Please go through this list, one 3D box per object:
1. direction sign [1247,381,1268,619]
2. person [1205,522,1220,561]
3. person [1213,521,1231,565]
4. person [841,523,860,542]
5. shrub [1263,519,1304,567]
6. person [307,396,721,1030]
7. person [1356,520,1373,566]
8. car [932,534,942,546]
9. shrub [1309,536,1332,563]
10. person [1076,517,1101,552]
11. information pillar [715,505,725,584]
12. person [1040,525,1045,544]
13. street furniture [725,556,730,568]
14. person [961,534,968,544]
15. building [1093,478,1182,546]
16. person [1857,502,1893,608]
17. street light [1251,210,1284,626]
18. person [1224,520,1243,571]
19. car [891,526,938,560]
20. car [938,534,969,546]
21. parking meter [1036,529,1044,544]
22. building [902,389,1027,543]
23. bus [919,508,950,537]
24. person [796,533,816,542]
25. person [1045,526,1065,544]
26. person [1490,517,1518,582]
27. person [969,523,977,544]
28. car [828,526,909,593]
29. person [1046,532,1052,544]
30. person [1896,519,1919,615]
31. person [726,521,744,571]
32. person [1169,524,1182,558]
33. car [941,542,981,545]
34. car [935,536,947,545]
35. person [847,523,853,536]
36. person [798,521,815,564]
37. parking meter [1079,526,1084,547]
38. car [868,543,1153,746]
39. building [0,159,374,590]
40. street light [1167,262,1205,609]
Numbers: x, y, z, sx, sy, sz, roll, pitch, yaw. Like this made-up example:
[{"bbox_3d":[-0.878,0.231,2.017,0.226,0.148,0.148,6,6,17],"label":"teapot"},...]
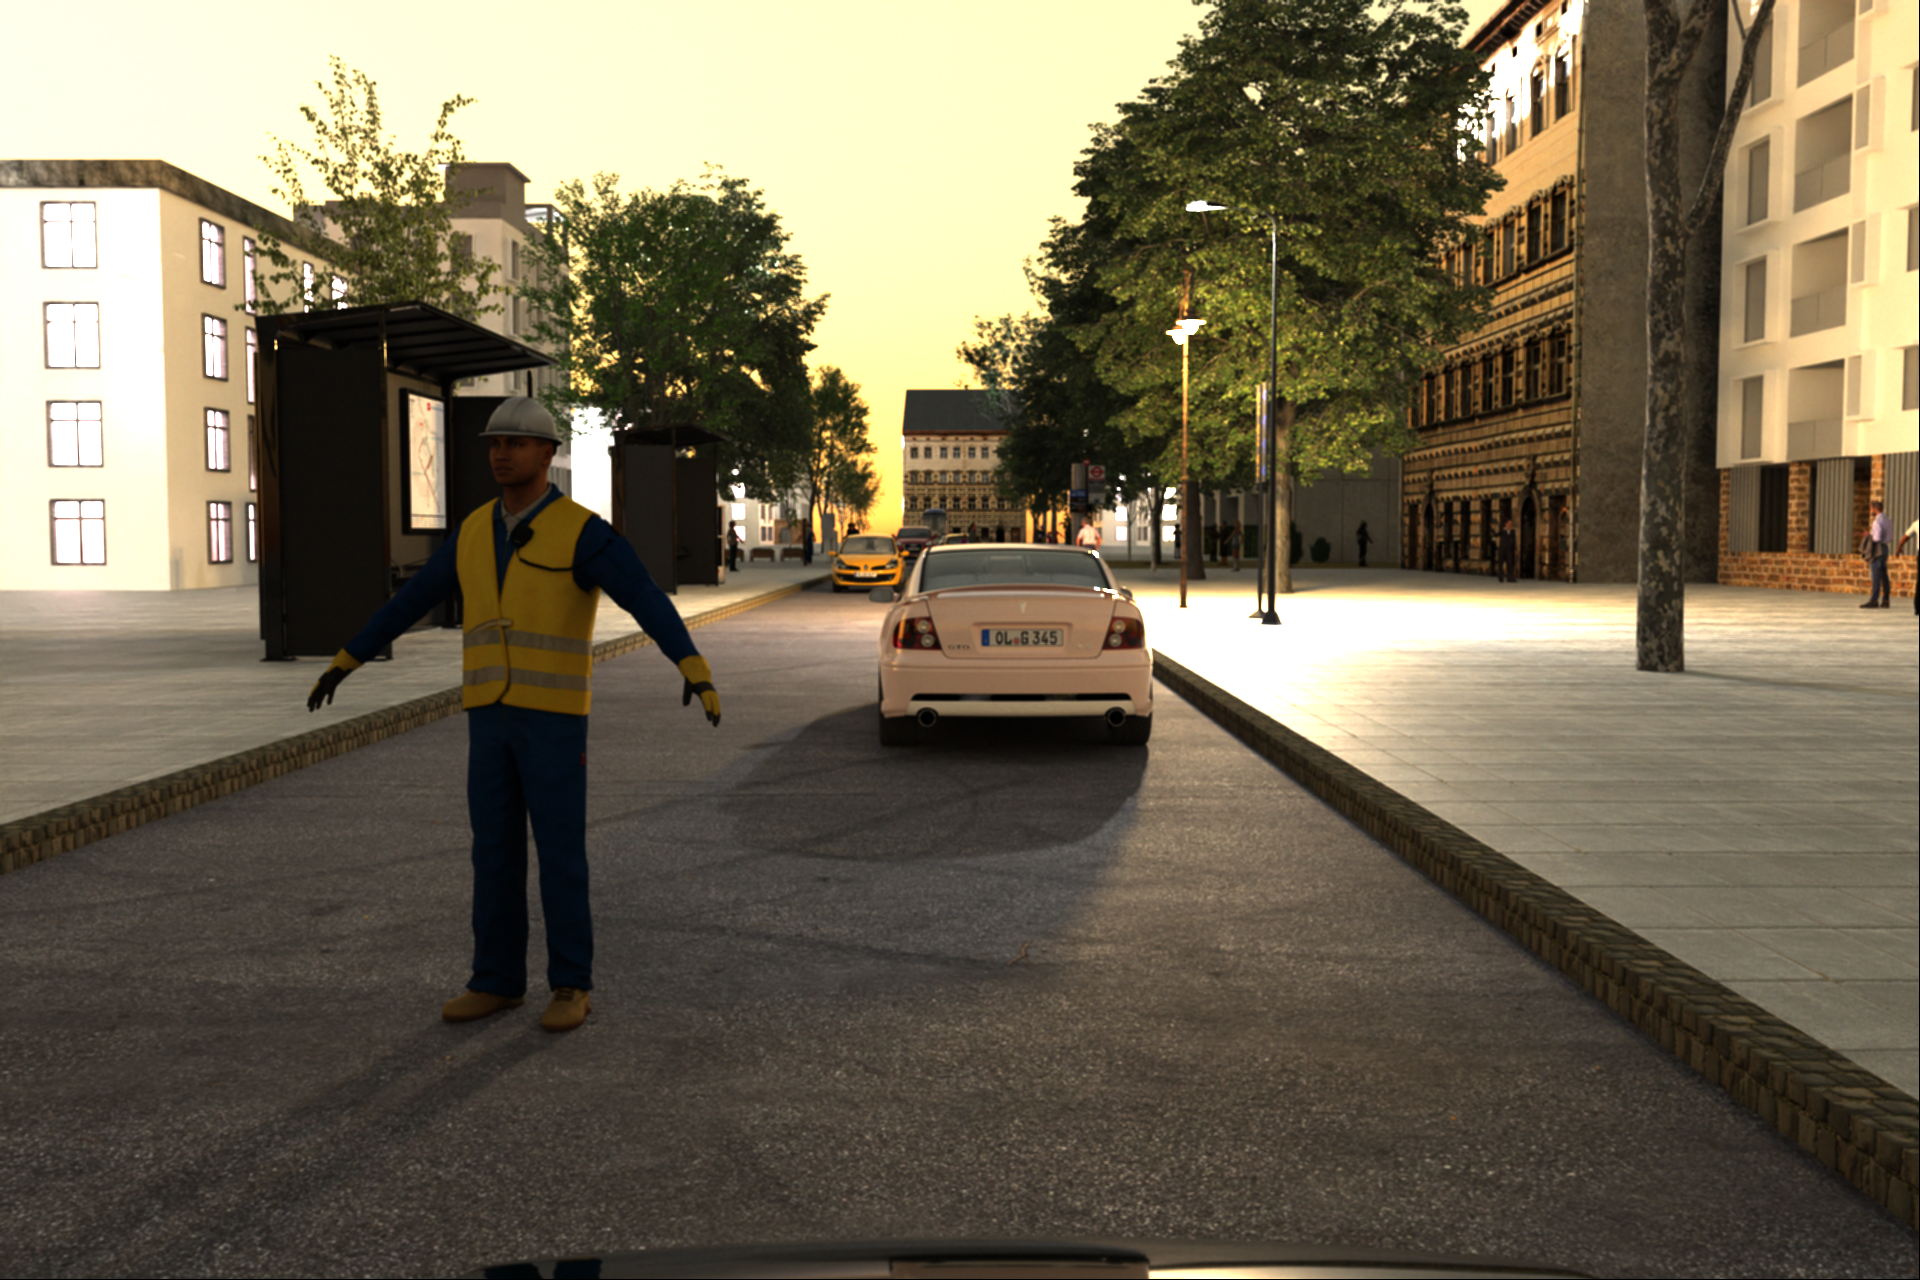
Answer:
[{"bbox_3d":[4.555,-2.092,26.209,0.379,3.537,0.876,0,4,0],"label":"direction sign"},{"bbox_3d":[11.938,-4.623,81.351,1.354,1.858,0.705,-3,4,-39],"label":"person"},{"bbox_3d":[10.819,-3.977,71.155,0.704,1.812,1.346,-1,4,-19],"label":"person"},{"bbox_3d":[-5.165,-4.741,83.745,1.346,1.802,0.704,2,4,35],"label":"person"},{"bbox_3d":[12.475,-3.812,66.743,1.690,2.028,1.600,0,3,0],"label":"shrub"},{"bbox_3d":[-1.291,0.203,5.102,1.349,1.833,0.705,1,4,18],"label":"person"},{"bbox_3d":[16.006,-3.847,68.682,0.705,1.856,1.354,3,4,36],"label":"person"},{"bbox_3d":[-2.018,-7.034,126.811,2.131,1.459,4.920,0,3,0],"label":"car"},{"bbox_3d":[16.000,-4.021,76.861,1.383,1.207,1.383,0,3,0],"label":"shrub"},{"bbox_3d":[3.164,-2.219,43.254,0.756,1.711,0.436,-2,4,-25],"label":"person"},{"bbox_3d":[-6.206,-2.447,44.508,0.304,2.012,0.304,0,4,0],"label":"information pillar"},{"bbox_3d":[4.271,-5.196,91.421,0.721,1.772,1.216,0,4,-7],"label":"person"},{"bbox_3d":[-11.921,-3.351,70.411,5.734,0.657,10.072,0,4,-3],"label":"street furniture"},{"bbox_3d":[0.268,-3.698,72.186,0.599,1.433,0.991,-2,4,-29],"label":"person"},{"bbox_3d":[20.461,-15.434,194.497,9.099,9.664,28.070,0,3,0],"label":"building"},{"bbox_3d":[15.794,-1.474,30.018,0.709,1.838,0.599,-3,5,-39],"label":"person"},{"bbox_3d":[4.937,-3.165,24.281,1.470,5.913,1.316,0,3,0],"label":"street light"},{"bbox_3d":[9.443,-3.243,59.633,0.721,1.753,1.214,3,4,39],"label":"person"},{"bbox_3d":[-2.177,-4.543,82.951,2.281,1.827,5.304,0,4,0],"label":"car"},{"bbox_3d":[0.038,-3.986,75.400,2.015,1.641,3.980,0,4,0],"label":"car"},{"bbox_3d":[3.788,-4.523,82.362,0.372,1.533,0.369,0,3,0],"label":"parking meter"},{"bbox_3d":[0.933,-26.139,260.761,18.063,23.208,19.493,0,4,2],"label":"building"},{"bbox_3d":[-2.378,-10.902,169.798,2.896,3.916,12.251,0,4,0],"label":"bus"},{"bbox_3d":[-7.805,-5.036,88.466,1.347,1.817,0.704,3,4,39],"label":"person"},{"bbox_3d":[5.109,-5.256,92.738,1.217,1.733,0.721,-1,4,-15],"label":"person"},{"bbox_3d":[14.367,-2.381,45.775,0.742,1.727,0.445,-2,4,-28],"label":"person"},{"bbox_3d":[0.453,-2.955,57.048,0.705,1.796,1.348,0,4,-3],"label":"person"},{"bbox_3d":[-2.270,-2.039,43.554,2.015,1.641,3.980,0,3,0],"label":"car"},{"bbox_3d":[5.349,-5.705,102.550,0.599,1.433,0.991,-2,4,-32],"label":"person"},{"bbox_3d":[15.280,-1.314,27.275,0.704,1.855,1.343,-1,4,-22],"label":"person"},{"bbox_3d":[-7.769,-3.246,59.830,0.721,1.744,1.215,1,4,18],"label":"person"},{"bbox_3d":[11.507,-5.212,91.366,1.345,1.843,0.704,-2,4,-33],"label":"person"},{"bbox_3d":[0.060,-4.460,84.922,2.014,1.417,4.499,0,4,-1],"label":"car"},{"bbox_3d":[-0.296,-4.826,91.271,2.083,1.381,4.827,0,4,-1],"label":"car"},{"bbox_3d":[-5.157,-4.628,81.846,0.705,1.806,1.347,-1,4,-15],"label":"person"},{"bbox_3d":[-6.542,-4.194,74.422,0.705,1.847,1.347,2,4,27],"label":"person"},{"bbox_3d":[3.914,-2.794,54.091,0.372,1.533,0.369,0,3,0],"label":"parking meter"},{"bbox_3d":[0.335,-0.046,13.109,2.083,1.381,4.827,0,4,-1],"label":"car"},{"bbox_3d":[-22.422,-6.780,53.007,9.099,9.664,28.070,0,3,0],"label":"building"},{"bbox_3d":[3.858,-3.483,29.731,0.468,5.910,1.993,0,4,0],"label":"street light"}]
